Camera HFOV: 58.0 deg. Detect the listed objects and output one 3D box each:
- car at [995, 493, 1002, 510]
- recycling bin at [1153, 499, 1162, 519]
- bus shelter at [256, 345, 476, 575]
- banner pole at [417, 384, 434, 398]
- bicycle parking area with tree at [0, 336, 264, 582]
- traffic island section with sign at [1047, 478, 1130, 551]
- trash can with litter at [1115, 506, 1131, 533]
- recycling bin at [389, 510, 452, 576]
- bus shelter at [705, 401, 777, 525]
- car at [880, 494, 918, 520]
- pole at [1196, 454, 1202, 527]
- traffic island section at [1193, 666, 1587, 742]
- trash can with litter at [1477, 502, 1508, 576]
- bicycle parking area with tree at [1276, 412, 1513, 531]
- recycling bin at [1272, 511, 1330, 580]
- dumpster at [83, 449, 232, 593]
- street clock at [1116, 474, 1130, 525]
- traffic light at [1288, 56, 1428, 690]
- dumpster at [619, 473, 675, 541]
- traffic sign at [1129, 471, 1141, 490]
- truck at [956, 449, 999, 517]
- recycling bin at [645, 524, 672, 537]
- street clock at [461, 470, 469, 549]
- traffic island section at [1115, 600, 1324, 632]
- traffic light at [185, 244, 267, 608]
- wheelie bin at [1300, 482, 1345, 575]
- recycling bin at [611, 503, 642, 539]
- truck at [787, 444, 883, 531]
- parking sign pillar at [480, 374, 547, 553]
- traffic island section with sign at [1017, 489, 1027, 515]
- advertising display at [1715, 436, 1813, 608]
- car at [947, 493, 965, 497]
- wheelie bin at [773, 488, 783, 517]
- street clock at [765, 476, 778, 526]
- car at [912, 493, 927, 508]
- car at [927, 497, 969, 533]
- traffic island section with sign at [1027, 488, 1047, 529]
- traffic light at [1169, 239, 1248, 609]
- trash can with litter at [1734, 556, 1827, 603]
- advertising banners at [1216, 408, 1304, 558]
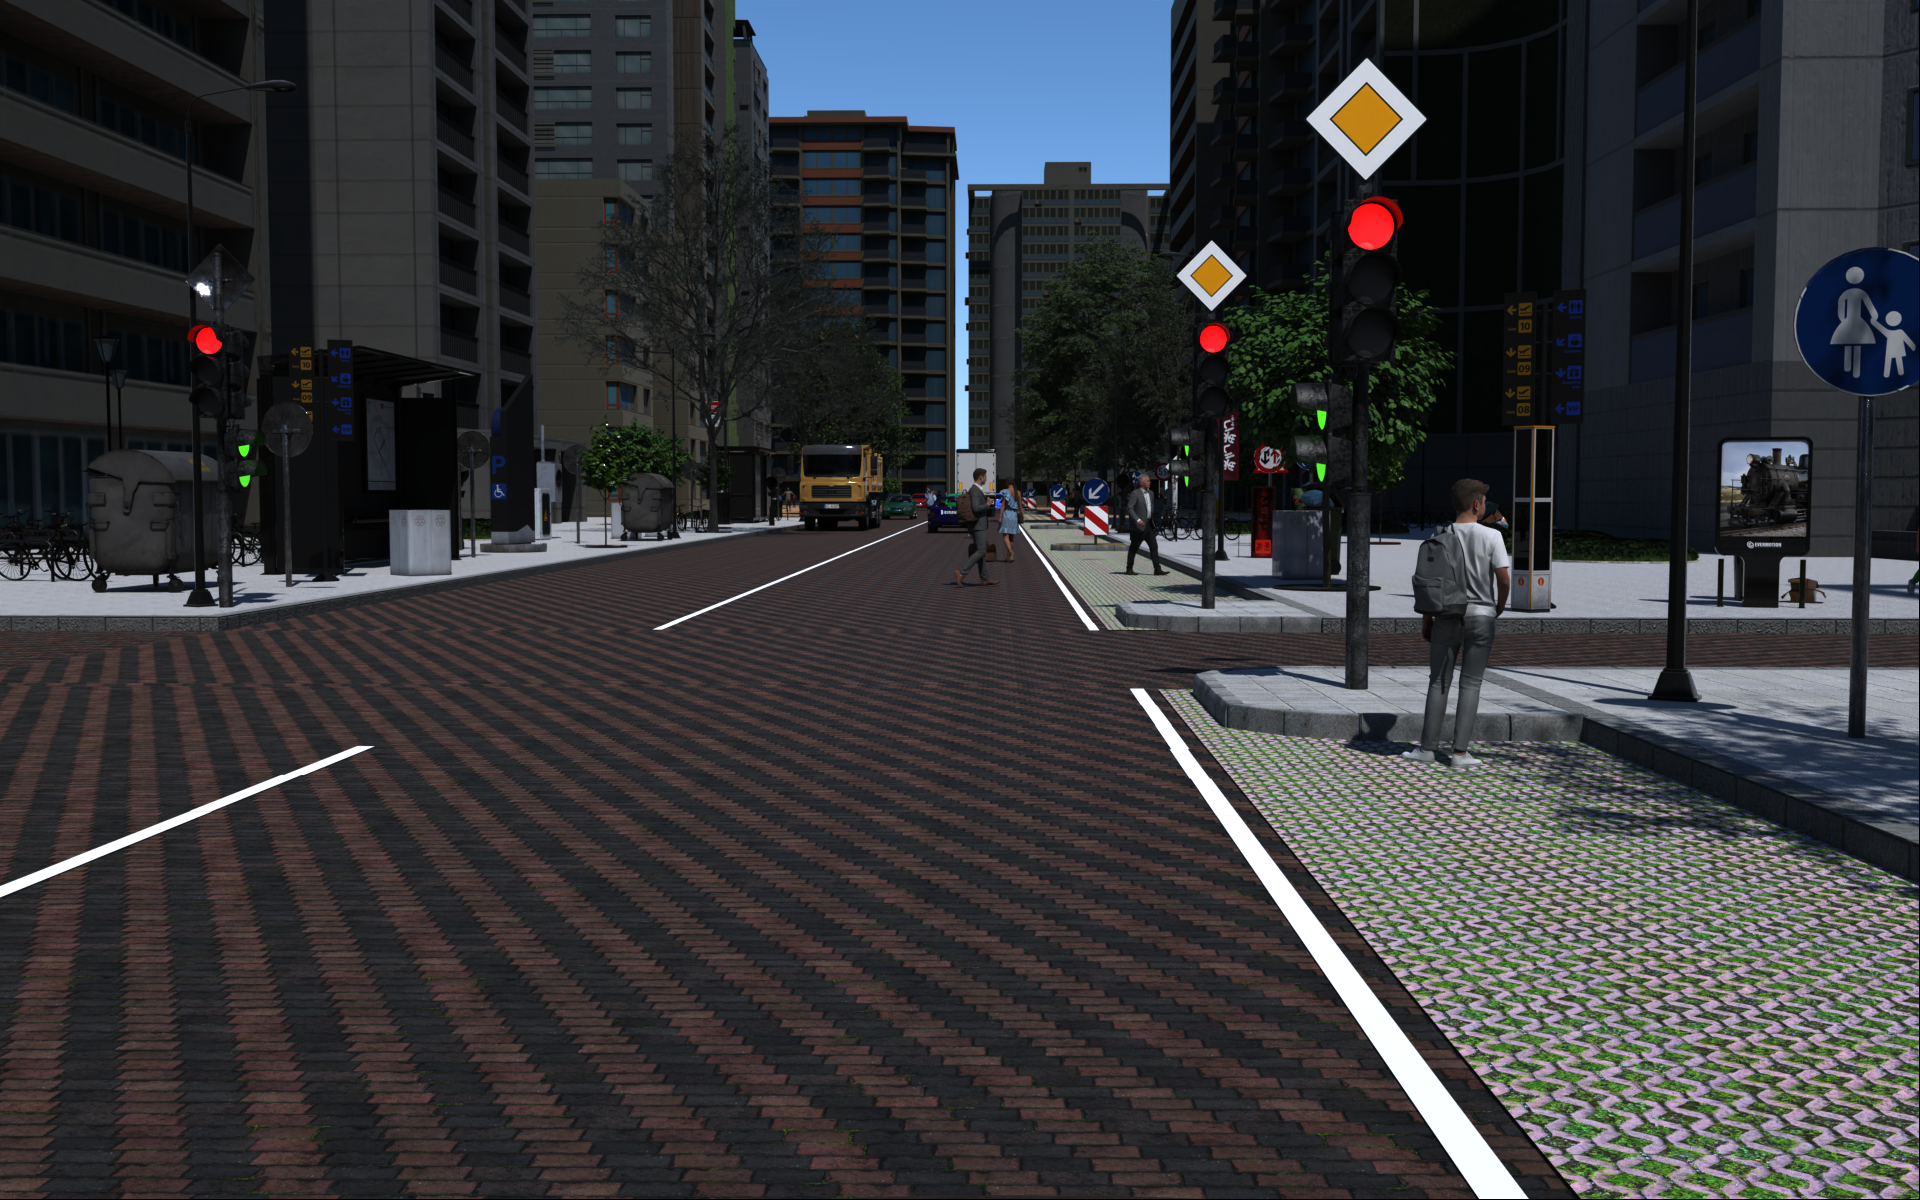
[{"bbox_3d":[2.550,-7.455,131.483,1.945,1.707,3.694,0,4,3],"label":"car"},{"bbox_3d":[9.422,-4.437,85.100,0.722,1.027,0.722,-2,4,-33],"label":"recycling bin"},{"bbox_3d":[-10.276,-2.400,30.531,1.731,3.624,6.357,0,4,1],"label":"bus shelter"},{"bbox_3d":[-11.611,-2.913,37.636,0.401,3.779,0.863,1,4,13],"label":"banner pole"},{"bbox_3d":[-15.678,-2.565,28.948,9.016,4.147,8.231,1,4,21],"label":"bicycle parking area with tree"},{"bbox_3d":[3.317,-2.171,44.129,1.989,1.847,2.006,0,4,1],"label":"traffic island section with sign"},{"bbox_3d":[5.562,-2.783,56.895,1.055,1.170,0.624,3,4,39],"label":"trash can with litter"},{"bbox_3d":[-8.559,-0.912,27.471,0.722,1.027,0.722,-3,5,-44],"label":"recycling bin"},{"bbox_3d":[-9.790,-6.080,77.047,2.179,5.291,8.768,0,4,1],"label":"bus shelter"},{"bbox_3d":[-3.436,-5.306,98.543,2.131,1.459,4.920,0,4,2],"label":"car"},{"bbox_3d":[9.299,-4.495,67.334,0.158,3.312,0.155,0,3,0],"label":"pole"},{"bbox_3d":[2.636,0.664,11.419,2.009,0.180,2.903,0,4,1],"label":"traffic island section"},{"bbox_3d":[7.475,-0.865,25.526,1.055,1.170,0.624,-1,4,-18],"label":"trash can with litter"},{"bbox_3d":[15.547,-4.638,62.837,9.016,4.147,8.231,0,4,4],"label":"bicycle parking area with tree"},{"bbox_3d":[5.157,-0.835,26.207,0.722,1.027,0.722,0,4,-3],"label":"recycling bin"},{"bbox_3d":[-10.694,-1.065,23.171,1.264,1.857,1.865,0,4,1],"label":"dumpster"},{"bbox_3d":[5.767,-3.474,61.372,0.471,2.002,0.358,1,4,10],"label":"street clock"},{"bbox_3d":[2.596,-1.369,11.306,0.839,4.253,0.868,0,4,1],"label":"traffic light"},{"bbox_3d":[-8.643,-2.570,47.782,1.264,1.857,1.865,0,4,1],"label":"dumpster"},{"bbox_3d":[9.559,-5.761,94.306,0.768,2.556,0.104,1,4,10],"label":"traffic sign"},{"bbox_3d":[1.118,-7.600,113.172,2.839,4.237,11.283,0,4,1],"label":"truck"},{"bbox_3d":[-9.057,-2.416,52.050,0.722,1.027,0.722,0,4,-1],"label":"recycling bin"},{"bbox_3d":[-11.616,-2.172,40.082,0.471,2.002,0.358,0,4,7],"label":"street clock"},{"bbox_3d":[2.802,0.176,19.403,2.009,0.180,2.903,0,4,1],"label":"traffic island section"},{"bbox_3d":[-8.297,-1.870,19.503,0.839,4.253,0.868,0,4,1],"label":"traffic light"},{"bbox_3d":[5.781,-1.211,27.701,0.693,1.594,0.980,1,4,8],"label":"wheelie bin"},{"bbox_3d":[-9.615,-2.287,49.939,0.722,1.027,0.722,0,4,5],"label":"recycling bin"},{"bbox_3d":[-4.772,-4.535,70.067,3.469,3.379,9.791,0,4,2],"label":"truck"},{"bbox_3d":[-9.927,-3.054,38.405,1.447,3.967,1.447,1,4,13],"label":"parking sign pillar"},{"bbox_3d":[4.920,-6.886,121.217,1.989,1.847,2.006,0,4,1],"label":"traffic island section with sign"},{"bbox_3d":[9.057,-0.876,19.544,0.974,1.923,0.123,1,4,17],"label":"advertising display"},{"bbox_3d":[0.133,-4.038,74.823,1.959,1.807,4.718,0,4,2],"label":"car"},{"bbox_3d":[-10.125,-5.324,94.957,0.980,1.594,0.693,2,4,24],"label":"wheelie bin"},{"bbox_3d":[-7.649,-4.025,70.378,0.471,2.002,0.358,0,4,6],"label":"street clock"},{"bbox_3d":[-3.530,-8.830,153.404,2.155,1.783,4.494,0,4,1],"label":"car"},{"bbox_3d":[-0.278,-3.192,64.764,1.945,1.354,3.894,0,4,2],"label":"car"},{"bbox_3d":[3.887,-3.820,71.078,1.989,1.847,2.006,0,4,1],"label":"traffic island section with sign"},{"bbox_3d":[2.762,-1.857,19.290,0.839,4.253,0.868,0,4,1],"label":"traffic light"},{"bbox_3d":[9.771,-0.568,20.674,1.055,1.170,0.624,2,4,30],"label":"trash can with litter"},{"bbox_3d":[6.100,-2.350,34.604,2.074,3.025,0.090,1,4,18],"label":"advertising banners"}]
